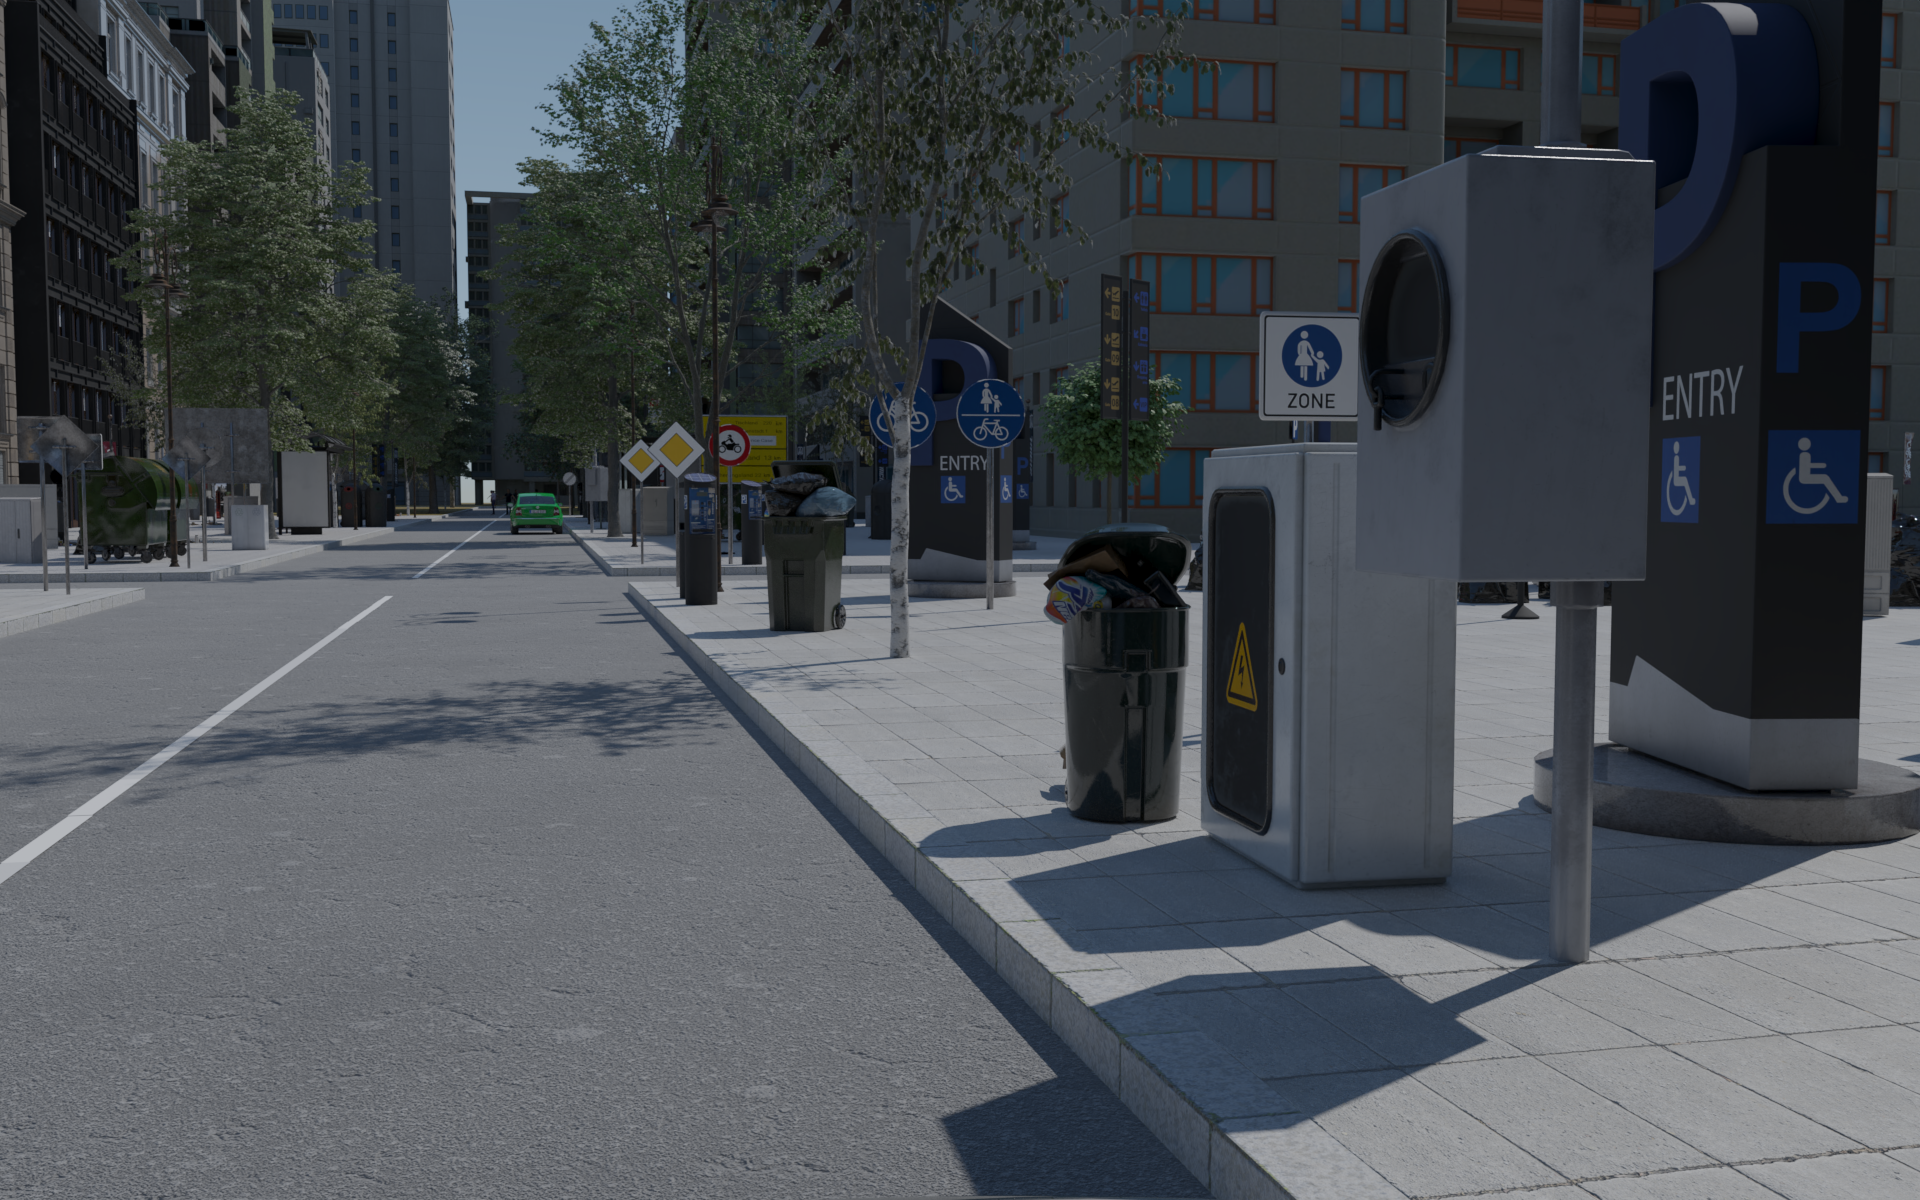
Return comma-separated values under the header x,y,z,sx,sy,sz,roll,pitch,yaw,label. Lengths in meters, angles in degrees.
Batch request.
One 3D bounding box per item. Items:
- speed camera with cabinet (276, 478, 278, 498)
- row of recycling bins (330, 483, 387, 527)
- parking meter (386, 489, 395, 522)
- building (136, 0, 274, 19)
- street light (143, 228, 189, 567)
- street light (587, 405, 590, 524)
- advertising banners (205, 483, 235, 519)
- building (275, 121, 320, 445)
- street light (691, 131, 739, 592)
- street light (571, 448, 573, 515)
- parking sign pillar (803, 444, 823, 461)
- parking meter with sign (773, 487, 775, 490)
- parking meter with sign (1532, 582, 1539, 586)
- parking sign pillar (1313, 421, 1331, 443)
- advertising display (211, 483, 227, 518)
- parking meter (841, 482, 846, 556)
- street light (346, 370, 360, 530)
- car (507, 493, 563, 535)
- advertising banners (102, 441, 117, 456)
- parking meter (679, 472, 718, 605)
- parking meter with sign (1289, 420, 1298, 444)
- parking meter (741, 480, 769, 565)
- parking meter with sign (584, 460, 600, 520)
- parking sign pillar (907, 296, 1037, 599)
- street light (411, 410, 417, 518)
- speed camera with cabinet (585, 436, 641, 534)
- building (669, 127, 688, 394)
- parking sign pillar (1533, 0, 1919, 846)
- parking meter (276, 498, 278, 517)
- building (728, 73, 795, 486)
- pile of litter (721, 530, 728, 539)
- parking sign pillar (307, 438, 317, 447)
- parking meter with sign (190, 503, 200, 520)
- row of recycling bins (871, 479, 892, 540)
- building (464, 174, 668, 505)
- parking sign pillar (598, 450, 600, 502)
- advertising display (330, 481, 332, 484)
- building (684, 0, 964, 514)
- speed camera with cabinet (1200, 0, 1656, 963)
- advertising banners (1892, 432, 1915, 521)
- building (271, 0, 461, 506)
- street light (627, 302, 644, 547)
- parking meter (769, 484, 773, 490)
x,y,z,sx,sy,sz,roll,pitch,yaw,label
-35.462,-6.009,92.585,2.038,3.252,0.660,-3,5,-44,speed camera with cabinet
-24.080,-3.671,67.126,3.534,1.692,1.069,-1,4,-13,row of recycling bins
-26.591,-4.432,80.867,0.372,1.533,0.369,0,3,0,parking meter
-54.988,-26.588,118.307,14.154,41.232,14.086,-1,4,-14,building
-13.845,-3.521,30.349,0.468,5.910,1.993,-1,4,-14,street light
-15.659,-6.130,73.014,0.468,5.910,1.993,-1,4,-14,street light
-38.324,-5.694,89.282,2.074,3.025,0.090,1,4,12,advertising banners
-57.593,-22.088,132.844,14.160,30.474,14.107,-1,4,-14,building
-3.184,-3.044,22.551,0.468,5.910,1.993,-1,4,-14,street light
-23.391,-8.042,104.279,0.468,5.910,1.993,-1,4,-14,street light
-8.011,-6.481,94.431,1.447,3.967,1.447,3,5,44,parking sign pillar
-11.117,-6.686,105.571,1.738,3.016,0.543,-2,4,-26,parking meter with sign
8.235,-1.679,23.712,0.543,3.016,1.738,0,4,4,parking meter with sign
8.867,-3.342,43.122,1.447,3.967,1.447,0,4,2,parking sign pillar
-40.352,-5.454,94.381,0.123,1.923,0.974,2,4,27,advertising display
-2.571,-1.701,36.216,0.372,1.533,0.369,0,3,0,parking meter
-21.567,-5.435,61.642,0.468,5.910,1.993,-1,4,-14,street light
-15.410,-3.308,62.883,1.959,1.807,4.718,-1,4,-16,car
-27.768,-3.781,58.014,0.090,3.025,2.074,2,4,26,advertising banners
-3.003,-0.713,20.072,0.372,1.533,0.369,0,3,0,parking meter
6.520,-2.567,38.227,1.738,3.016,0.543,1,4,22,parking meter with sign
-3.781,-1.409,31.447,0.372,1.533,0.369,0,3,0,parking meter
-18.382,-5.534,86.746,0.543,3.016,1.738,0,4,-1,parking meter with sign
-0.006,-2.040,21.829,1.447,3.967,1.447,2,4,26,parking sign pillar
-29.420,-7.371,93.303,0.468,5.910,1.993,-1,4,-14,street light
-11.364,-3.825,56.876,2.038,3.252,0.660,2,4,32,speed camera with cabinet
-27.282,-34.121,207.983,14.200,45.320,14.600,-1,4,-14,building
3.085,-1.127,6.906,1.447,3.967,1.447,0,4,-2,parking sign pillar
-38.038,-5.410,96.866,0.372,1.533,0.369,0,3,0,parking meter
-9.681,-21.530,123.713,14.160,30.474,14.107,-1,4,-14,building
-7.220,-2.184,49.680,1.176,0.858,1.719,-1,4,-13,pile of litter
-26.411,-5.041,70.889,1.447,3.967,1.447,0,4,-4,parking sign pillar
-37.885,-5.375,84.145,0.543,3.016,1.738,3,4,37,parking meter with sign
-0.826,-2.581,49.305,3.534,1.692,1.069,-1,4,-19,row of recycling bins
-47.857,-31.801,211.820,23.993,40.220,32.217,-1,4,-14,building
-21.742,-7.095,104.475,1.447,3.967,1.447,-1,4,-21,parking sign pillar
-29.660,-4.685,81.820,0.123,1.923,0.974,-2,4,-28,advertising display
-10.662,-31.656,141.273,21.300,48.544,21.600,-1,4,-14,building
1.352,-0.681,5.470,0.660,3.252,2.038,-1,4,-11,speed camera with cabinet
26.080,-3.193,48.390,2.074,3.025,0.090,-2,4,-34,advertising banners
-72.698,-40.223,199.637,28.212,58.520,21.231,-1,4,-14,building
-7.883,-4.219,41.768,0.468,5.910,1.993,-1,4,-14,street light
-4.891,-2.154,43.637,0.372,1.533,0.369,0,3,0,parking meter
